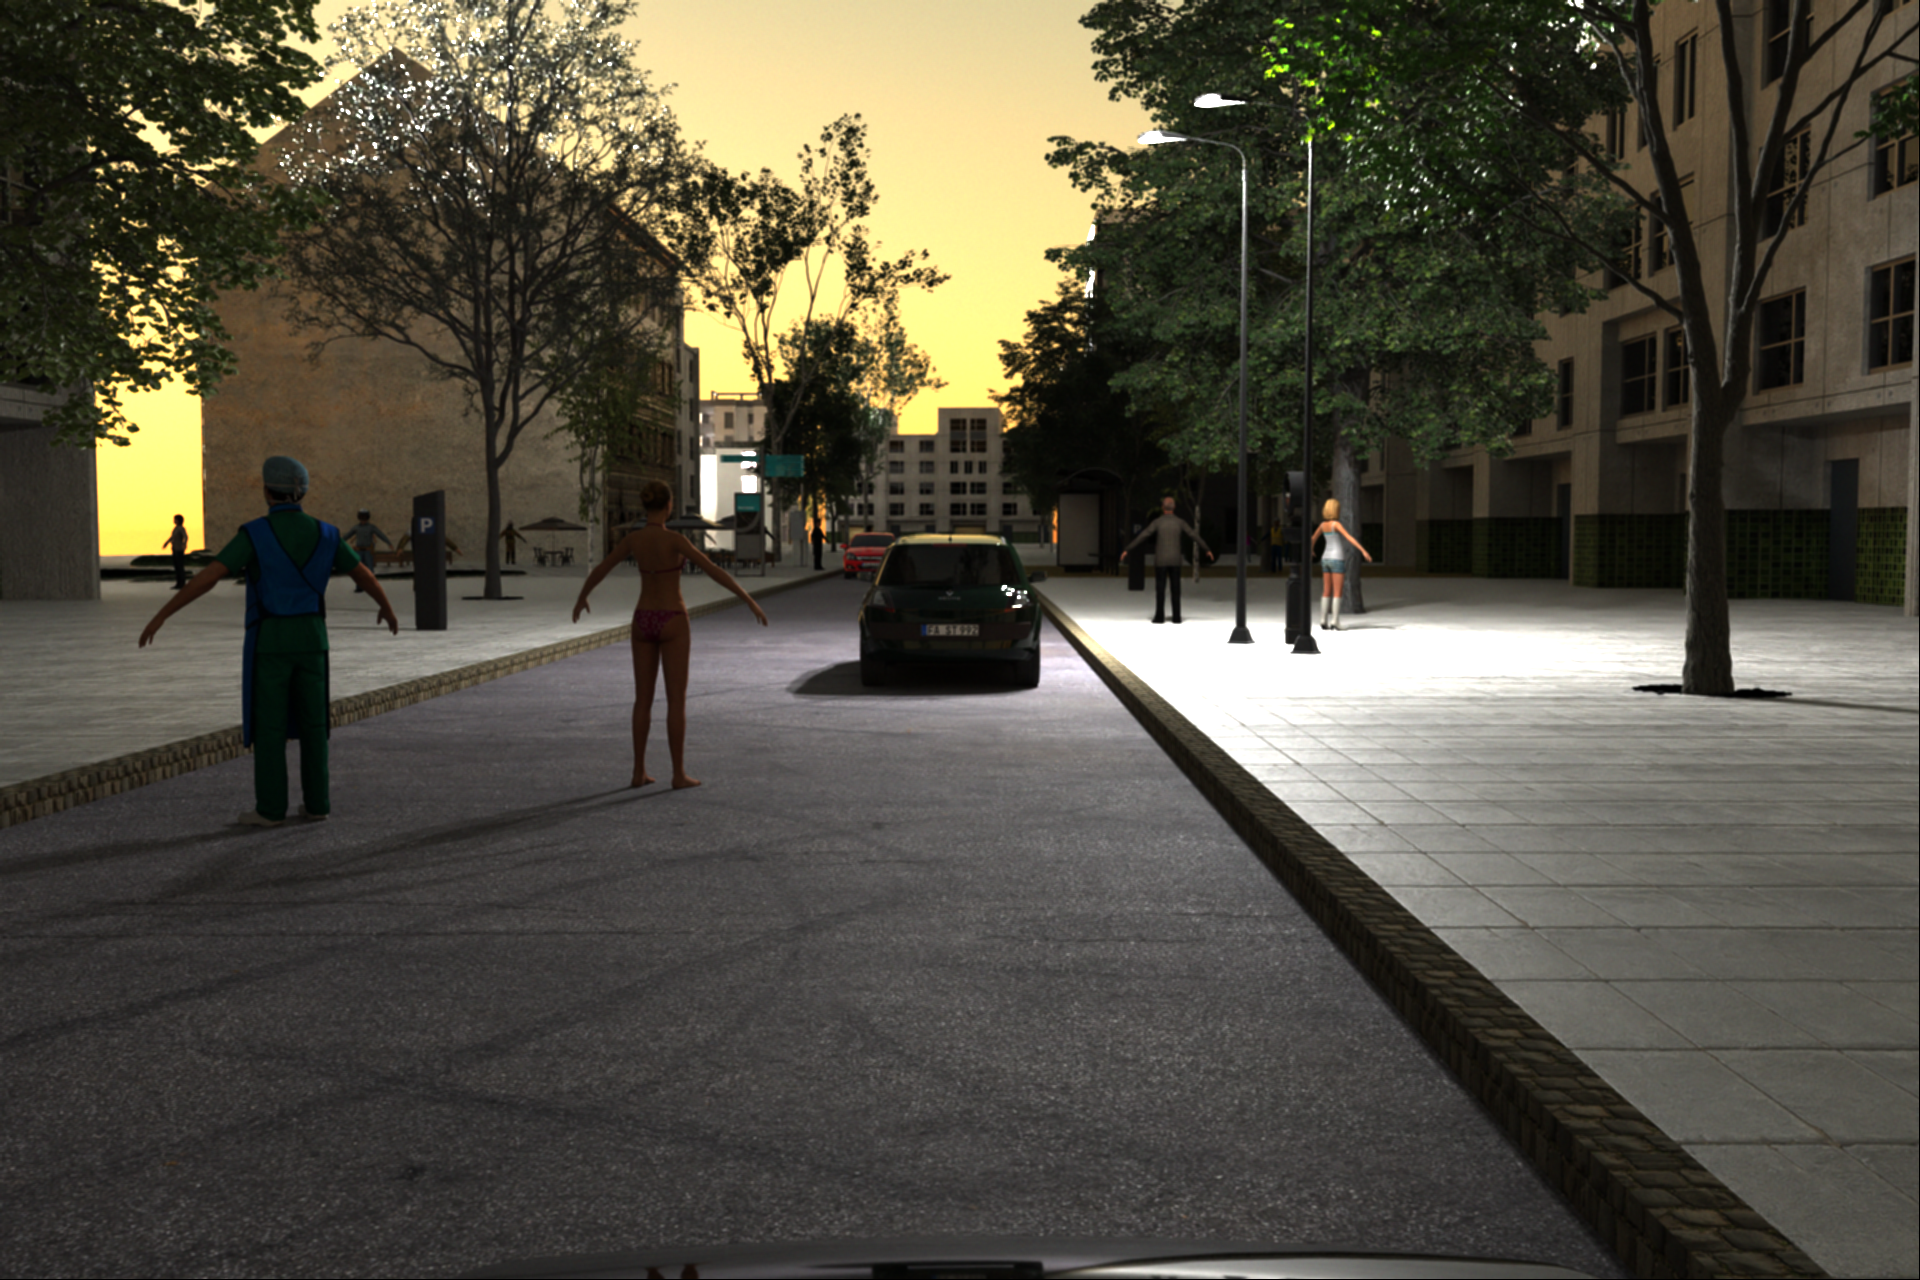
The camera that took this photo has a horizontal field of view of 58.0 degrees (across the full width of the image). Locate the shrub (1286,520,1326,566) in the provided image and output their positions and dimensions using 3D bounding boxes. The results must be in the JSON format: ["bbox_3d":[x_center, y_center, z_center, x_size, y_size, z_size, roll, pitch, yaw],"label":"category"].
[{"bbox_3d":[14.065,-4.035,70.387,1.690,2.028,1.600,0,3,0],"label":"shrub"}]

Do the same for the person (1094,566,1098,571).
[{"bbox_3d":[4.590,-3.300,60.228,1.348,1.796,0.705,1,4,14],"label":"person"}]

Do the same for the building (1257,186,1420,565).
[{"bbox_3d":[25.931,-13.457,86.484,16.747,18.905,31.486,0,4,0],"label":"building"}]

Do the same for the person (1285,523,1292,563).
[{"bbox_3d":[14.791,-4.354,77.648,1.216,1.772,0.721,-1,4,-22],"label":"person"}]

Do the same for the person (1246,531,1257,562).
[{"bbox_3d":[13.080,-4.238,78.555,0.991,1.433,0.599,3,4,38],"label":"person"}]

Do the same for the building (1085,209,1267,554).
[{"bbox_3d":[22.833,-17.207,125.303,27.936,21.610,32.646,0,4,1],"label":"building"}]

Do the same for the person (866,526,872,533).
[{"bbox_3d":[-3.230,-3.319,63.442,0.721,1.740,1.216,-2,4,-30],"label":"person"}]

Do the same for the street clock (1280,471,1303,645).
[{"bbox_3d":[3.886,-0.949,20.081,0.358,2.002,0.471,0,3,0],"label":"street clock"}]

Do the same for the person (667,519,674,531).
[{"bbox_3d":[-10.008,-3.278,59.817,0.704,1.802,1.346,2,4,29],"label":"person"}]

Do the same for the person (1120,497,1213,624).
[{"bbox_3d":[2.984,-1.143,24.868,1.348,1.807,0.705,0,4,-2],"label":"person"}]

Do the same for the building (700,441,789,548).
[{"bbox_3d":[-21.312,-13.987,170.840,9.099,9.664,28.070,0,4,1],"label":"building"}]

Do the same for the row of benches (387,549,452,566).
[{"bbox_3d":[-22.086,-3.399,71.039,1.422,0.672,4.104,1,4,13],"label":"row of benches"}]

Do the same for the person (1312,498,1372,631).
[{"bbox_3d":[5.021,-1.005,23.038,0.721,1.753,1.214,-2,4,-28],"label":"person"}]

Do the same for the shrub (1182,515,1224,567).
[{"bbox_3d":[9.357,-3.836,66.767,1.661,2.075,1.752,0,3,0],"label":"shrub"}]

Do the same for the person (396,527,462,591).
[{"bbox_3d":[-8.584,-1.297,27.984,0.721,1.736,1.217,3,4,38],"label":"person"}]

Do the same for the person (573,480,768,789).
[{"bbox_3d":[-1.673,-0.037,9.859,1.217,1.733,0.721,1,4,17],"label":"person"}]

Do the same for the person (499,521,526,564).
[{"bbox_3d":[-19.013,-4.128,73.268,1.354,1.858,0.705,-3,5,-41],"label":"person"}]

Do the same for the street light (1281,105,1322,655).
[{"bbox_3d":[4.249,-2.804,18.391,1.470,5.913,1.316,0,4,0],"label":"street light"}]

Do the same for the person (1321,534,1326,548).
[{"bbox_3d":[16.777,-4.457,79.007,0.704,1.812,1.346,-2,4,-27],"label":"person"}]

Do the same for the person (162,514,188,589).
[{"bbox_3d":[-18.233,-2.048,40.245,1.215,1.744,0.721,3,5,43],"label":"person"}]

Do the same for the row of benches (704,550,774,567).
[{"bbox_3d":[-8.851,-3.189,67.609,4.104,0.672,1.422,3,4,37],"label":"row of benches"}]

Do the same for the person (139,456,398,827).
[{"bbox_3d":[-3.357,-0.001,8.600,0.704,1.817,1.347,3,5,40],"label":"person"}]

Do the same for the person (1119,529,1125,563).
[{"bbox_3d":[6.988,-4.354,77.040,1.347,1.847,0.705,0,4,4],"label":"person"}]

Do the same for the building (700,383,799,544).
[{"bbox_3d":[-26.451,-22.074,217.333,16.016,20.090,11.380,0,4,0],"label":"building"}]

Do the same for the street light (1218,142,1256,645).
[{"bbox_3d":[3.830,-2.909,20.095,1.470,5.913,1.316,0,4,0],"label":"street light"}]

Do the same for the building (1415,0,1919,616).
[{"bbox_3d":[23.477,-10.735,41.972,16.747,18.905,31.486,0,4,1],"label":"building"}]

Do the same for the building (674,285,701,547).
[{"bbox_3d":[-28.311,-15.331,117.118,16.747,18.905,31.486,0,3,0],"label":"building"}]

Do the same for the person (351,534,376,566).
[{"bbox_3d":[-24.017,-3.899,69.887,1.345,1.843,0.704,2,4,26],"label":"person"}]

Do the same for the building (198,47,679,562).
[{"bbox_3d":[-25.284,-15.708,87.756,19.493,23.208,18.063,0,4,1],"label":"building"}]

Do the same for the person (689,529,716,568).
[{"bbox_3d":[-9.810,-3.629,65.522,1.347,1.806,0.705,2,4,33],"label":"person"}]

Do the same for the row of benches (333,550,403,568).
[{"bbox_3d":[-23.503,-3.143,66.851,4.104,0.672,1.422,-1,4,-12],"label":"row of benches"}]

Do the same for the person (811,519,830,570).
[{"bbox_3d":[-5.049,-3.429,61.998,0.705,1.837,1.347,2,4,23],"label":"person"}]

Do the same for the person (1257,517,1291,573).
[{"bbox_3d":[10.362,-3.104,56.715,1.349,1.833,0.705,3,5,41],"label":"person"}]

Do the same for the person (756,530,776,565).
[{"bbox_3d":[-8.307,-4.049,72.382,1.347,1.806,0.705,1,4,13],"label":"person"}]

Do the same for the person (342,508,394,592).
[{"bbox_3d":[-13.077,-1.967,38.007,1.345,1.849,0.704,0,4,-1],"label":"person"}]
